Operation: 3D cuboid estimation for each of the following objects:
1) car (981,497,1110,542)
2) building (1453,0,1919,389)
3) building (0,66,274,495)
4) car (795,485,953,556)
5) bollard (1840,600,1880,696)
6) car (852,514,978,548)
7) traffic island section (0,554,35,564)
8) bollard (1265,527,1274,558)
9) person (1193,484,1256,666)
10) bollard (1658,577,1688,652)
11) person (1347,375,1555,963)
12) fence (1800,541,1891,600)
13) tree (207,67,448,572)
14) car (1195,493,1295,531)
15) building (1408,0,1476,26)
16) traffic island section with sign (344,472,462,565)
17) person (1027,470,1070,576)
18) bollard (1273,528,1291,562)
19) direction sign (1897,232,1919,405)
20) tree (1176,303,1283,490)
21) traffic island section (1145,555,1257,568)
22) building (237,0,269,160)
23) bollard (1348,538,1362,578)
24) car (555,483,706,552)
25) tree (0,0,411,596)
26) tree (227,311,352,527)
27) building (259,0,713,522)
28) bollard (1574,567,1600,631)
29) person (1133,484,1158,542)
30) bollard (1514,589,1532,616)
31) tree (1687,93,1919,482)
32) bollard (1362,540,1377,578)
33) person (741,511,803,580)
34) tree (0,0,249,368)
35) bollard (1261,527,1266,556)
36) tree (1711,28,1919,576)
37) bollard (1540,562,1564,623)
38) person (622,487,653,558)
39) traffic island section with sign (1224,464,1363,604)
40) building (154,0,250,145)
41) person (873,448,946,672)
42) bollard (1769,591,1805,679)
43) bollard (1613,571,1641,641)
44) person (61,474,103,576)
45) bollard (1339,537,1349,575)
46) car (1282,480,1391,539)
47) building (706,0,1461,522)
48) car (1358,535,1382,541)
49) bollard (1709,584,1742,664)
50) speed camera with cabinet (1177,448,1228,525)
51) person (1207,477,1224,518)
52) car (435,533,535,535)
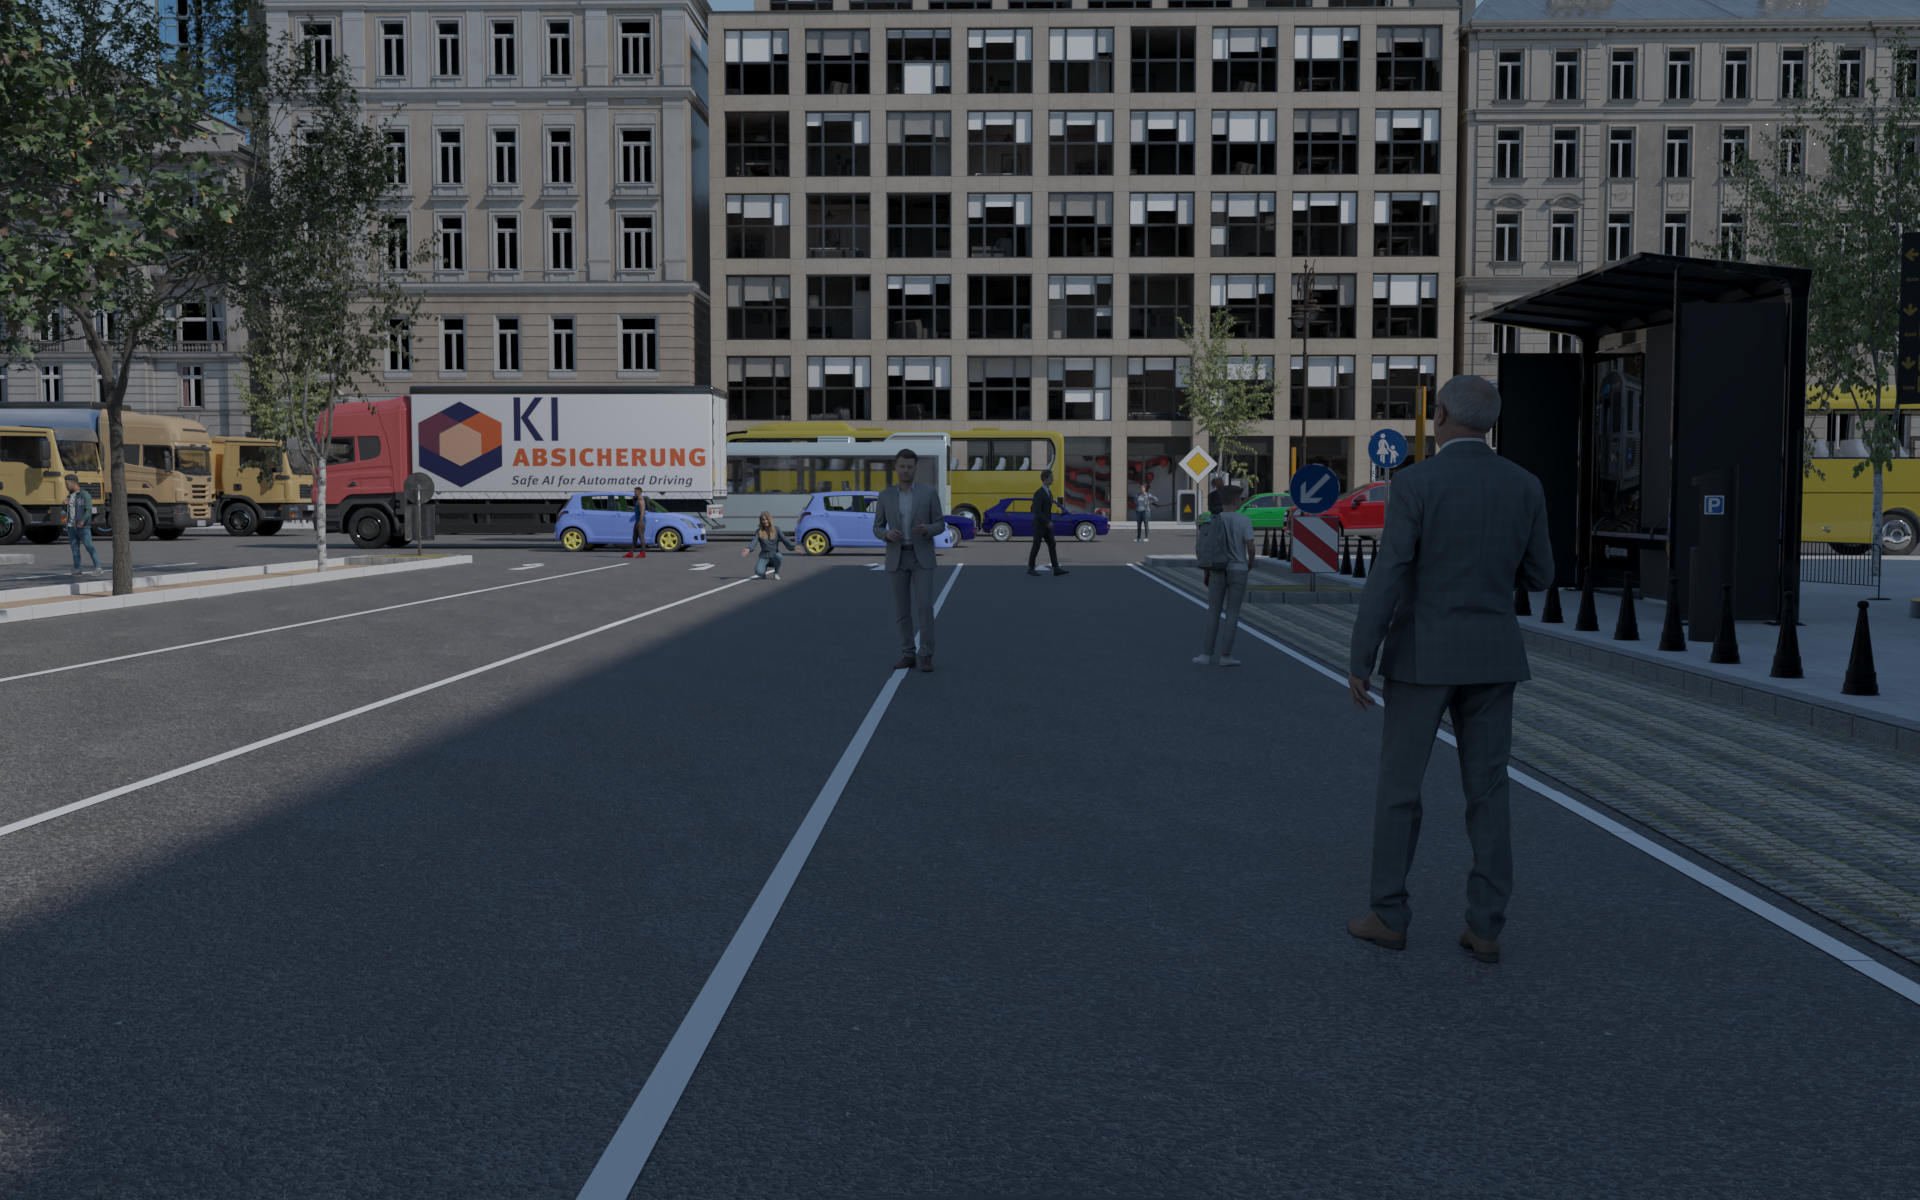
[{"bbox_3d":[2.566,-2.419,52.133,3.894,1.354,1.945,0,4,2],"label":"car"},{"bbox_3d":[35.266,-17.551,84.228,25.104,27.353,12.463,0,4,1],"label":"building"},{"bbox_3d":[-44.517,-14.915,85.660,24.055,21.916,13.314,0,4,1],"label":"building"},{"bbox_3d":[-2.014,-1.897,40.600,3.694,1.707,1.945,0,4,2],"label":"car"},{"bbox_3d":[5.775,0.303,11.090,0.229,0.601,0.229,0,3,0],"label":"bollard"},{"bbox_3d":[-1.448,-2.097,46.869,3.894,1.354,1.945,0,4,1],"label":"car"},{"bbox_3d":[-20.479,-0.811,35.545,2.009,0.180,2.903,0,4,1],"label":"traffic island section"},{"bbox_3d":[6.323,-1.149,34.821,0.229,0.601,0.229,0,3,0],"label":"bollard"},{"bbox_3d":[2.197,-0.208,14.489,0.503,1.515,0.523,0,4,-8],"label":"person"},{"bbox_3d":[5.847,0.113,14.194,0.229,0.601,0.229,0,3,0],"label":"bollard"},{"bbox_3d":[1.525,0.194,5.509,0.661,1.801,0.590,-1,4,-12],"label":"person"},{"bbox_3d":[10.898,-0.400,21.919,0.278,0.683,2.069,-1,4,-14],"label":"fence"},{"bbox_3d":[-11.070,-4.721,30.016,4.360,8.622,3.978,0,3,0],"label":"tree"},{"bbox_3d":[10.359,-3.062,58.866,4.718,1.807,1.959,0,4,2],"label":"car"},{"bbox_3d":[31.338,-27.643,135.565,14.154,41.232,14.086,0,4,1],"label":"building"},{"bbox_3d":[-11.309,-1.678,35.567,2.006,1.907,1.989,0,4,1],"label":"traffic island section with sign"},{"bbox_3d":[1.529,-1.343,30.242,0.755,1.850,0.659,2,4,27],"label":"person"},{"bbox_3d":[6.298,-1.086,33.794,0.229,0.601,0.229,0,3,0],"label":"bollard"},{"bbox_3d":[8.515,-1.398,14.853,0.876,3.537,0.379,3,4,38],"label":"direction sign"},{"bbox_3d":[10.035,-7.112,66.637,4.737,8.622,4.395,0,3,0],"label":"tree"},{"bbox_3d":[4.805,-0.775,34.957,2.009,0.180,2.903,0,4,1],"label":"traffic island section"},{"bbox_3d":[-45.405,-31.660,141.341,21.300,48.544,21.600,0,4,1],"label":"building"},{"bbox_3d":[6.131,-0.644,26.569,0.229,0.601,0.229,0,3,0],"label":"bollard"},{"bbox_3d":[-8.229,-2.066,43.371,3.694,1.707,1.945,0,4,2],"label":"car"},{"bbox_3d":[-11.503,-5.323,23.896,8.767,10.594,7.601,0,4,1],"label":"tree"},{"bbox_3d":[-26.055,-7.188,67.880,4.737,8.622,4.395,0,3,0],"label":"tree"},{"bbox_3d":[-21.862,-18.302,85.143,20.117,28.700,13.634,0,4,1],"label":"building"},{"bbox_3d":[5.893,-0.013,16.259,0.229,0.601,0.229,0,3,0],"label":"bollard"},{"bbox_3d":[5.539,-2.634,52.297,0.841,1.734,0.376,3,5,42],"label":"person"},{"bbox_3d":[5.940,-0.139,18.316,0.229,0.601,0.229,0,3,0],"label":"bollard"},{"bbox_3d":[15.997,-5.032,32.632,4.360,8.622,3.978,0,3,0],"label":"tree"},{"bbox_3d":[6.108,-0.580,25.530,0.229,0.601,0.229,0,3,0],"label":"bollard"},{"bbox_3d":[-3.123,-0.920,29.049,1.012,1.151,0.738,0,4,0],"label":"person"},{"bbox_3d":[-11.553,-5.790,14.131,9.611,12.733,9.660,0,3,0],"label":"tree"},{"bbox_3d":[6.345,-1.211,35.847,0.229,0.601,0.229,0,3,0],"label":"bollard"},{"bbox_3d":[14.083,-4.678,26.851,4.737,8.622,4.395,0,3,0],"label":"tree"},{"bbox_3d":[5.918,-0.076,17.286,0.229,0.601,0.229,0,3,0],"label":"bollard"},{"bbox_3d":[-7.258,-1.749,38.970,0.662,1.594,0.647,-2,4,-30],"label":"person"},{"bbox_3d":[4.540,-0.903,23.392,1.989,1.847,2.006,0,4,1],"label":"traffic island section with sign"},{"bbox_3d":[-63.264,-52.366,168.851,31.000,86.520,22.319,0,4,1],"label":"building"},{"bbox_3d":[-0.429,-0.328,14.063,0.606,1.804,0.583,0,4,5],"label":"person"},{"bbox_3d":[5.798,0.240,12.126,0.229,0.601,0.229,0,3,0],"label":"bollard"},{"bbox_3d":[5.870,0.049,15.233,0.229,0.601,0.229,0,3,0],"label":"bollard"},{"bbox_3d":[-15.327,-1.301,30.127,0.623,1.781,0.721,1,4,9],"label":"person"},{"bbox_3d":[6.158,-0.707,27.596,0.229,0.601,0.229,0,3,0],"label":"bollard"},{"bbox_3d":[11.550,-2.381,47.594,5.304,1.827,2.281,0,4,1],"label":"car"},{"bbox_3d":[5.733,-17.380,88.685,34.151,26.468,19.350,0,4,1],"label":"building"},{"bbox_3d":[14.210,-2.552,54.086,4.827,1.381,2.083,0,4,0],"label":"car"},{"bbox_3d":[5.818,0.177,13.152,0.229,0.601,0.229,0,3,0],"label":"bollard"},{"bbox_3d":[10.064,-4.740,71.834,2.038,3.252,0.660,1,4,21],"label":"speed camera with cabinet"},{"bbox_3d":[4.917,-1.409,32.220,0.565,1.739,0.600,-2,4,-31],"label":"person"},{"bbox_3d":[-16.831,-3.191,61.207,4.494,1.783,2.155,0,4,1],"label":"car"}]
